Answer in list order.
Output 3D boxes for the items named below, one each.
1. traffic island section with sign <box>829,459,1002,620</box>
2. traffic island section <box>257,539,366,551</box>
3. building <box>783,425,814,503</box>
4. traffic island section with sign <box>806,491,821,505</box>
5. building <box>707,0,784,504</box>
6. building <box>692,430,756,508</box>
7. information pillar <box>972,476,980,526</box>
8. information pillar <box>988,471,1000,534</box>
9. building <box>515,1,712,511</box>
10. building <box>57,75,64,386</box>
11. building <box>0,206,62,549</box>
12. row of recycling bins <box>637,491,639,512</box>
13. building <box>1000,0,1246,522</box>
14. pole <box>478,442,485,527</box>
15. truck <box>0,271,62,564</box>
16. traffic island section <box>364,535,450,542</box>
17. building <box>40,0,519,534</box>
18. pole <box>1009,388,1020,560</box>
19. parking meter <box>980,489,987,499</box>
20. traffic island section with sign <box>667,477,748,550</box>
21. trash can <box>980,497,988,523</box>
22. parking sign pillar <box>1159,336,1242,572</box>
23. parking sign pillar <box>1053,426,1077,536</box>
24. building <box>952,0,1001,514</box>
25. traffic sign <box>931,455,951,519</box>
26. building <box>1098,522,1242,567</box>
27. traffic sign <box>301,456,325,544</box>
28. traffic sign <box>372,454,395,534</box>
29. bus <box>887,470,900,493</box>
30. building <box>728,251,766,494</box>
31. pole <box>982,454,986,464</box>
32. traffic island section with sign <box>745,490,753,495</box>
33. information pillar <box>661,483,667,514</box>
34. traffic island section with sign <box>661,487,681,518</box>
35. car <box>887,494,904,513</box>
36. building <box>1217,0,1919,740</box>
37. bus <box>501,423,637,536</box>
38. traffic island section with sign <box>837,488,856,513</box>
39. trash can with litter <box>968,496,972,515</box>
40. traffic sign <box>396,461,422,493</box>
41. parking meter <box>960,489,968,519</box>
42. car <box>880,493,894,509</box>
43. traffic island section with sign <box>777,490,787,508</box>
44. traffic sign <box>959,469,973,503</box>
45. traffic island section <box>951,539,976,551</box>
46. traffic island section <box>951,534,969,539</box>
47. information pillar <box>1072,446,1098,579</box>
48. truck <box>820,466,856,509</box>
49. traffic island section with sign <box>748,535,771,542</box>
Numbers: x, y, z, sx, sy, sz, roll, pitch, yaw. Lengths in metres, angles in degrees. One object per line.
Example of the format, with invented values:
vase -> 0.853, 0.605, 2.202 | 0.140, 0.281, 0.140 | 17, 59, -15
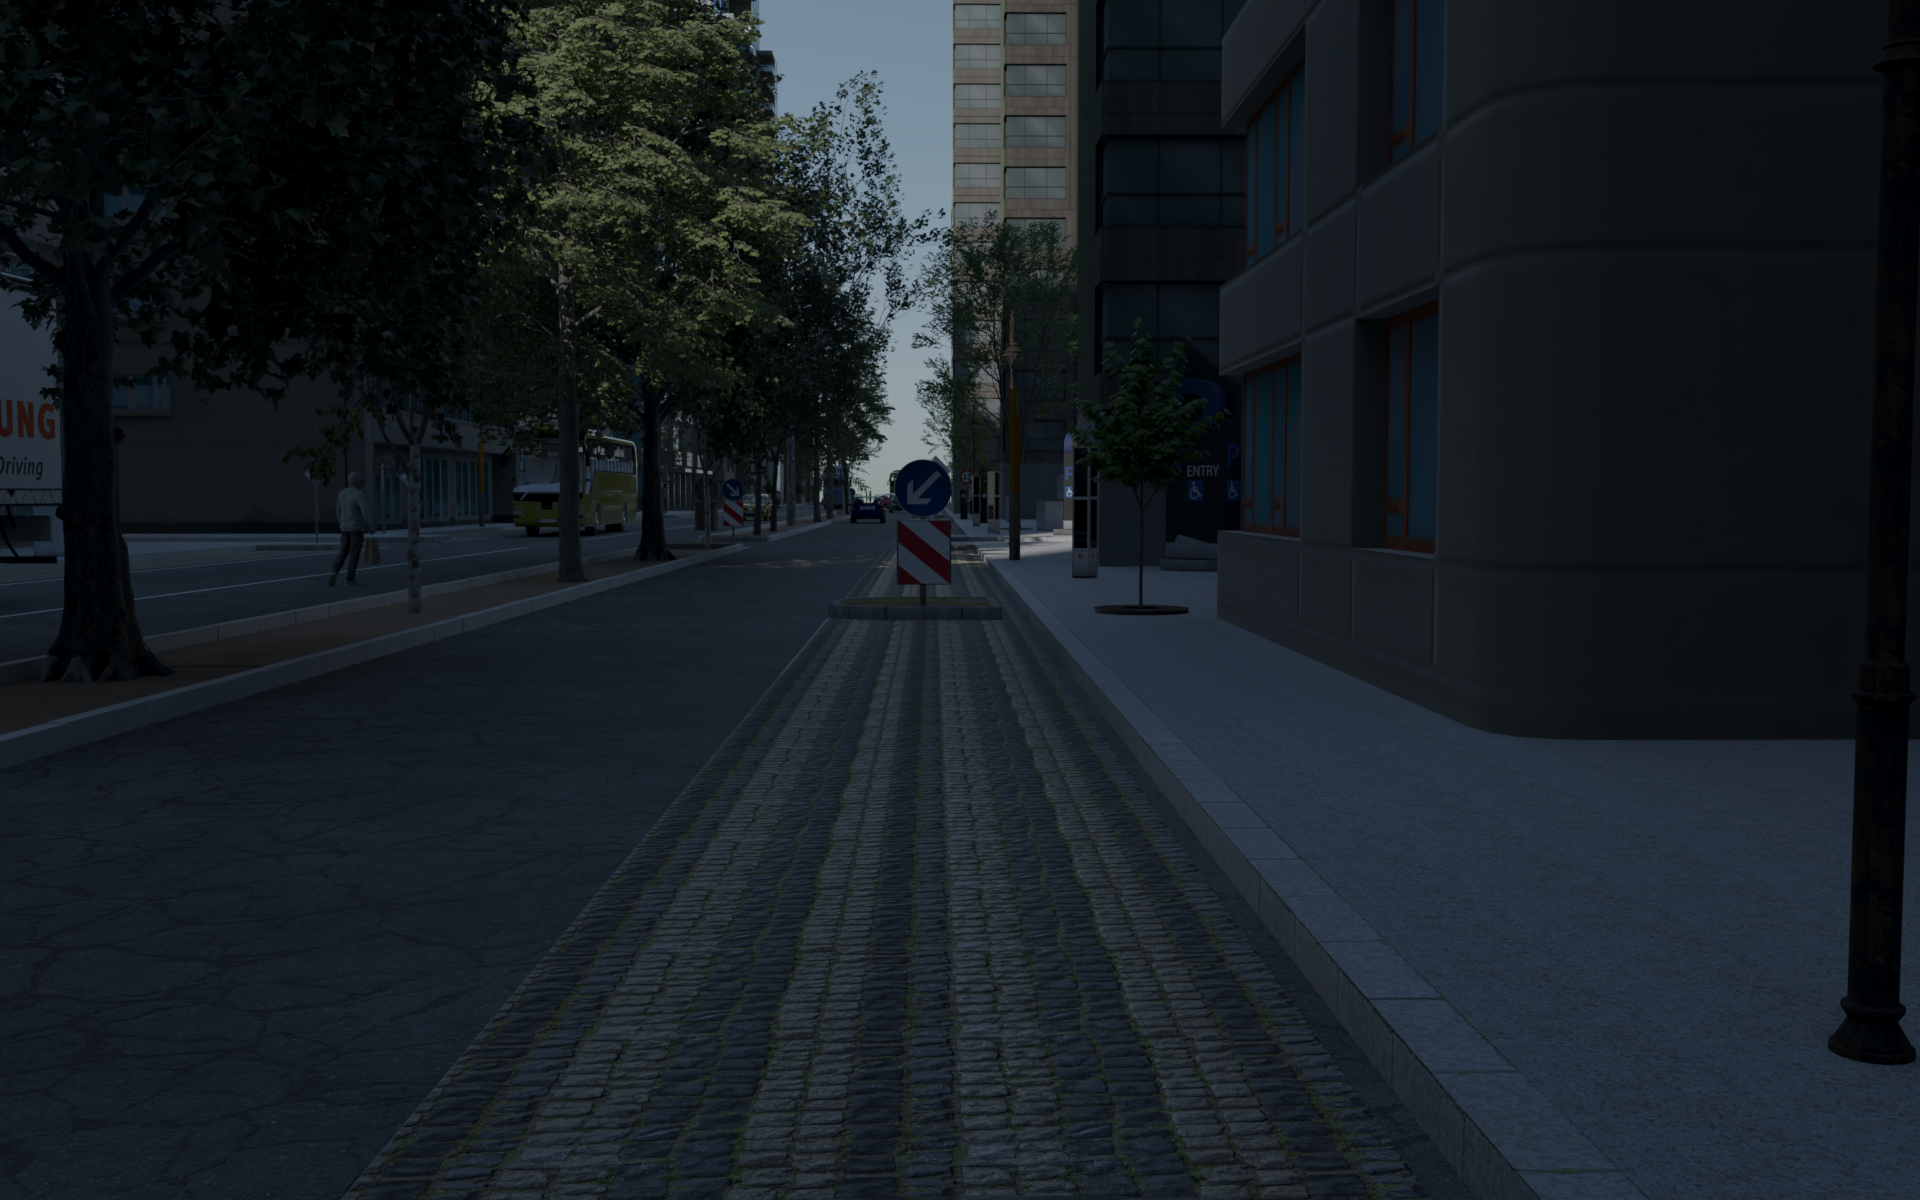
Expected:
traffic island section with sign -> -0.536, -0.725, 20.484 | 1.989, 1.847, 2.006 | 0, 4, -1
traffic island section -> -16.698, -1.386, 44.934 | 2.009, 0.180, 2.903 | 0, 4, -1
building -> -36.614, -25.351, 259.525 | 27.650, 21.520, 28.899 | 0, 4, -1
traffic island section with sign -> -19.810, -13.853, 235.116 | 1.989, 1.847, 2.006 | 0, 4, -1
building -> -34.101, -55.905, 226.717 | 22.319, 86.520, 31.000 | 0, 4, -1
building -> -35.803, -20.110, 173.845 | 27.650, 21.520, 28.899 | 0, 4, -1
information pillar -> 0.646, -3.930, 68.743 | 0.304, 2.012, 0.304 | 0, 4, -3
information pillar -> 1.101, -3.168, 56.290 | 0.304, 2.012, 0.304 | 3, 5, 42
building -> -33.505, -31.964, 142.213 | 23.786, 49.044, 30.456 | 0, 4, -1
building -> -31.971, -29.301, 98.672 | 23.786, 49.044, 30.456 | 0, 4, -1
building -> -34.906, -25.166, 31.079 | 30.456, 49.044, 23.786 | 0, 4, -1
row of recycling bins -> -24.085, -7.076, 122.805 | 3.534, 1.692, 1.069 | 3, 5, 41
building -> 9.118, -19.687, 93.577 | 14.160, 30.474, 14.107 | 0, 4, -1
pole -> -18.753, -4.526, 67.836 | 0.158, 3.312, 0.155 | 0, 3, 0
truck -> -13.108, -1.746, 17.460 | 2.839, 4.237, 11.283 | 0, 4, -1
traffic island section -> -16.829, -1.874, 52.918 | 2.009, 0.180, 2.903 | 0, 4, -1
building -> -29.969, -26.975, 64.751 | 21.300, 48.544, 21.600 | 0, 4, -1
pole -> 1.062, -2.429, 33.550 | 0.158, 3.312, 0.155 | 0, 3, 0
parking meter -> 1.115, -4.529, 82.467 | 0.372, 1.533, 0.369 | 0, 3, 0
traffic island section with sign -> -6.722, -2.275, 45.330 | 2.006, 1.907, 1.989 | 0, 4, -1
trash can -> 0.993, -3.924, 75.815 | 0.748, 1.137, 0.748 | 0, 3, 0
parking sign pillar -> 4.096, -2.489, 29.163 | 1.447, 3.967, 1.447 | -3, 5, -42
parking sign pillar -> 3.631, -4.007, 53.989 | 1.447, 3.967, 1.447 | 1, 4, 22
building -> 6.472, -26.627, 118.940 | 14.154, 41.232, 14.086 | 0, 4, -1
traffic sign -> -0.633, -2.536, 45.113 | 0.795, 2.450, 0.064 | 0, 4, -1
building -> 9.368, -16.207, 36.681 | 14.160, 30.474, 14.107 | 0, 4, -1
traffic sign -> -16.675, -2.522, 44.873 | 0.795, 2.450, 0.064 | 0, 4, -1
traffic sign -> -18.550, -3.401, 55.712 | 0.768, 2.556, 0.104 | 0, 4, 8
bus -> -5.877, -11.219, 174.982 | 2.896, 3.916, 12.252 | 0, 4, -3
building -> -29.614, -31.266, 194.799 | 14.154, 41.232, 14.086 | 0, 4, -1
pole -> 1.202, -5.722, 87.395 | 0.158, 3.312, 0.155 | 0, 3, 0
traffic island section with sign -> -18.452, -8.745, 151.610 | 1.989, 1.847, 2.006 | 0, 4, -1
information pillar -> -19.519, -6.713, 114.244 | 0.304, 2.012, 0.304 | -2, 4, -32
traffic island section with sign -> -17.655, -5.758, 102.771 | 1.989, 1.847, 2.006 | 0, 4, -1
car -> -4.488, -7.364, 132.194 | 2.131, 1.459, 4.920 | 0, 4, -1
building -> 16.723, -9.668, 3.109 | 27.650, 21.520, 28.899 | 0, 4, -1
bus -> -13.882, -4.369, 62.979 | 2.896, 3.916, 12.252 | 0, 4, -2
traffic island section with sign -> -8.069, -7.323, 127.865 | 2.006, 1.907, 1.989 | 0, 4, -1
trash can with litter -> 0.918, -5.782, 105.927 | 0.624, 1.170, 1.055 | -1, 4, -21
traffic sign -> -16.805, -3.010, 52.857 | 0.795, 2.450, 0.064 | 0, 4, -1
parking meter -> 0.196, -4.860, 87.871 | 0.372, 1.533, 0.369 | 0, 3, 0
car -> -5.841, -8.416, 146.635 | 2.155, 1.783, 4.494 | 0, 4, -2
traffic island section with sign -> -18.902, -10.462, 179.679 | 1.989, 1.847, 2.006 | 0, 4, -1
traffic sign -> 0.356, -5.440, 89.058 | 0.768, 2.556, 0.104 | 0, 4, 2
traffic island section -> -0.609, -1.401, 45.191 | 2.009, 0.180, 2.903 | 0, 4, -1
traffic island section -> -0.740, -1.890, 53.175 | 2.009, 0.180, 2.903 | 0, 4, -1
information pillar -> 1.908, -1.341, 26.424 | 0.304, 2.012, 0.304 | 2, 4, 31
truck -> -11.505, -10.977, 169.240 | 2.967, 4.110, 18.799 | 0, 4, 0
traffic island section with sign -> -6.833, -2.728, 52.736 | 2.006, 1.907, 1.989 | 0, 4, -1
